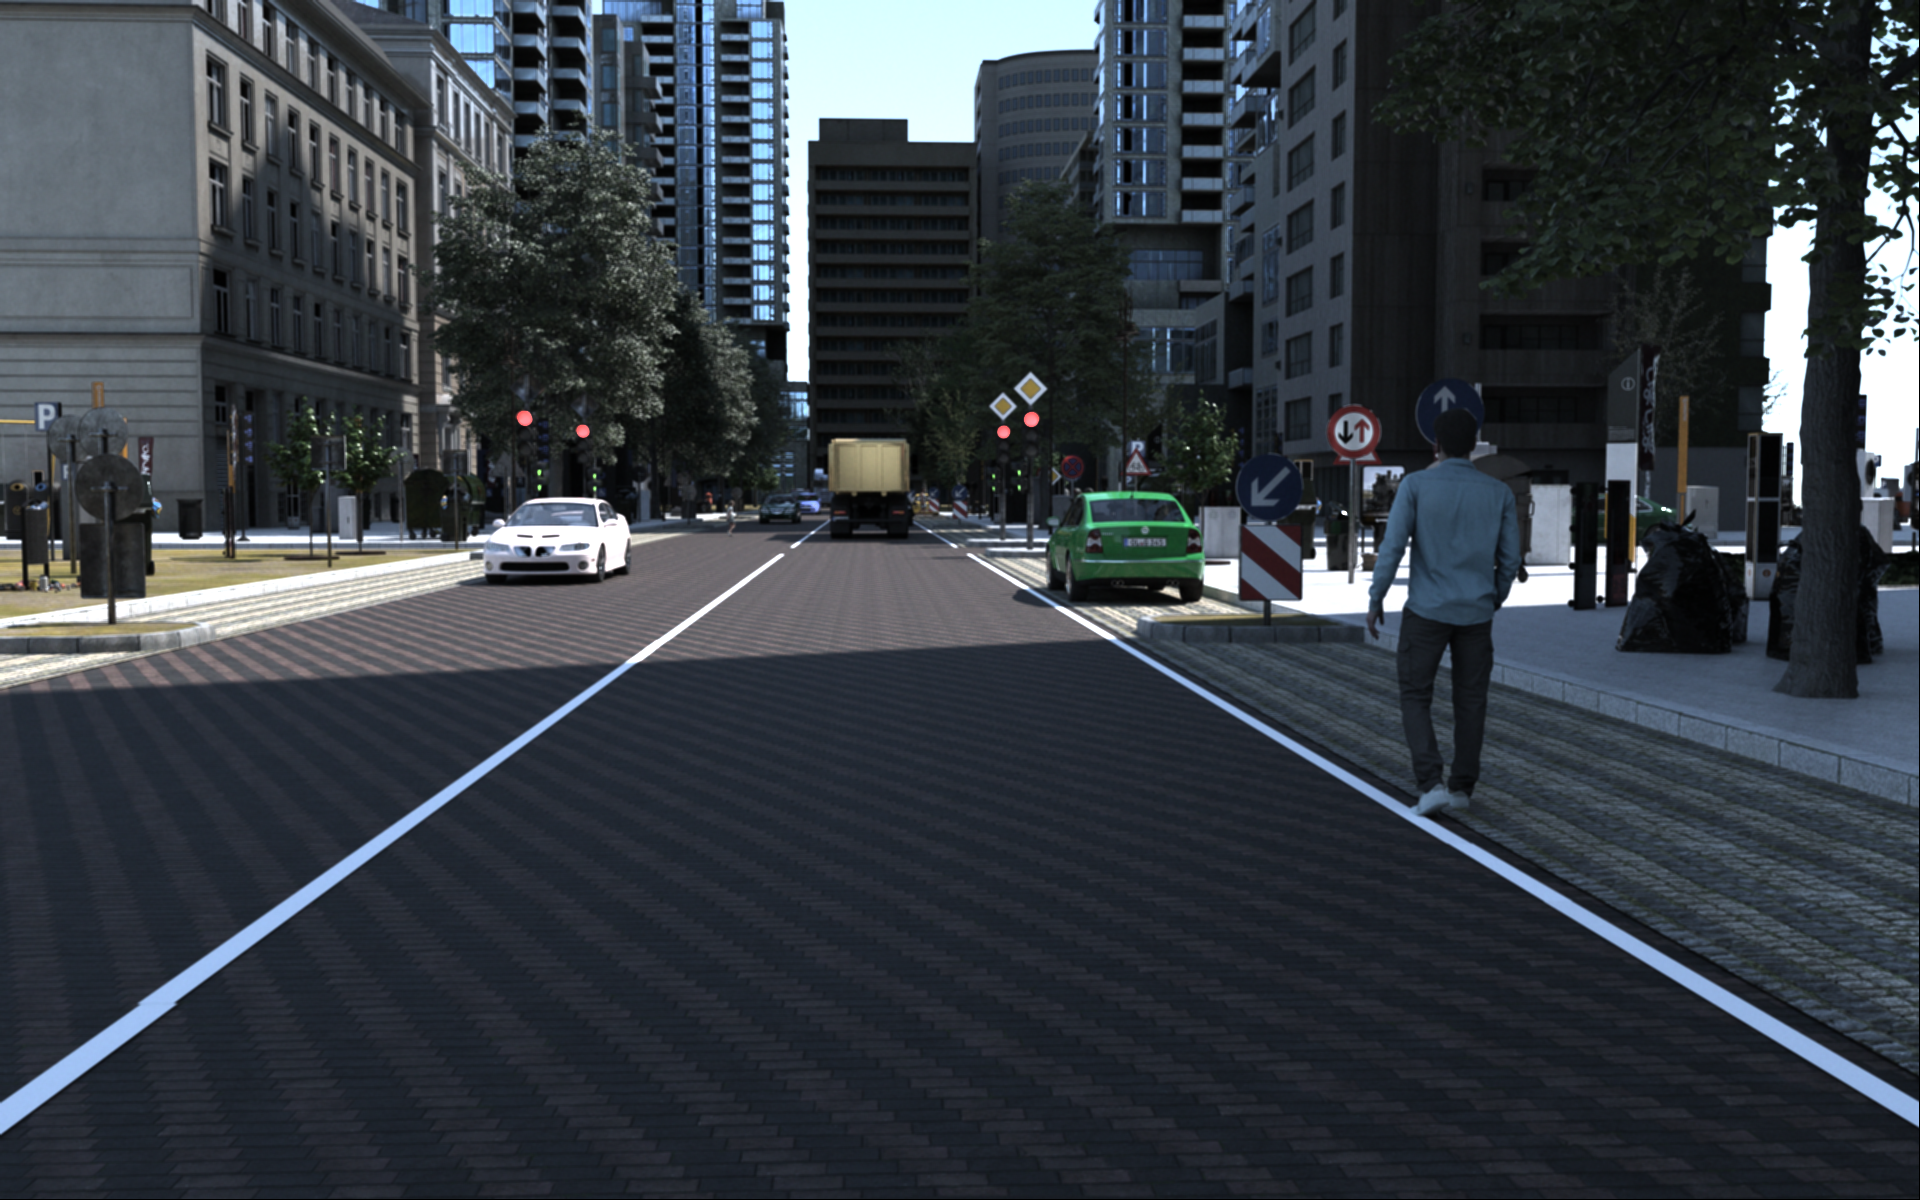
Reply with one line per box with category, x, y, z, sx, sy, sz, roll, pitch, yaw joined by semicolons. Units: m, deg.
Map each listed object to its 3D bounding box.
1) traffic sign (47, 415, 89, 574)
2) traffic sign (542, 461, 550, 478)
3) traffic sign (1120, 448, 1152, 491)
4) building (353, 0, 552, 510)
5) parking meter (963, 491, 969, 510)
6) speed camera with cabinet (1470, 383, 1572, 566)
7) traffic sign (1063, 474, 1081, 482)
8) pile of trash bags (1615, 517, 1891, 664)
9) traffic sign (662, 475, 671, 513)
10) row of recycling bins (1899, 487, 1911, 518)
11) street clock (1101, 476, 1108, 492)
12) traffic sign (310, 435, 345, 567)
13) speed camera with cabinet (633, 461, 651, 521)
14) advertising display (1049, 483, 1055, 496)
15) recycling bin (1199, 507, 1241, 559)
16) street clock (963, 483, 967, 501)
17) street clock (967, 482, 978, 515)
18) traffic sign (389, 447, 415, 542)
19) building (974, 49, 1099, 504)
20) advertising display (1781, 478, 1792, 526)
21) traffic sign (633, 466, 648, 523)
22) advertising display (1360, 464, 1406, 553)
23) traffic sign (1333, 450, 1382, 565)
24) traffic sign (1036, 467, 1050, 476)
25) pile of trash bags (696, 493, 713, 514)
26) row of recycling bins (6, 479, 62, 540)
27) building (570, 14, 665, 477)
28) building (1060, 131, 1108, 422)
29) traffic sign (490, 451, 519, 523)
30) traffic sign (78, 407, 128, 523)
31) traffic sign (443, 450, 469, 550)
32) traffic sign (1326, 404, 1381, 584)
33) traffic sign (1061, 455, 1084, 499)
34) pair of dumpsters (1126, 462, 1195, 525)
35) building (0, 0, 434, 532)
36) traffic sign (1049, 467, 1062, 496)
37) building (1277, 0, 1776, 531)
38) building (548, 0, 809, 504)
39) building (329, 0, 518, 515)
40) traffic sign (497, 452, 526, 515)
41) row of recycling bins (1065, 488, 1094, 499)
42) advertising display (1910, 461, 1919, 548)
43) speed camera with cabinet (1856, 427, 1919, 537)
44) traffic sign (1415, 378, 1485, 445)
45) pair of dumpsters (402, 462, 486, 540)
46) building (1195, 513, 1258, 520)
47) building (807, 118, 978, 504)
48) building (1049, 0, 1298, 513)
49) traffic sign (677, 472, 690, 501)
traffic sign;-14.271;-1.694;27.810;0.768;2.556;0.104;0;4;1
traffic sign;-15.777;-4.088;66.950;0.768;2.556;0.104;0;4;6
traffic sign;4.961;-2.986;48.830;0.884;2.594;0.081;0;4;6
building;-39.879;-50.301;135.098;22.319;86.520;31.000;0;4;-3
parking meter;0.411;-6.373;112.607;0.372;1.533;0.369;0;3;0
speed camera with cabinet;9.929;-2.255;31.212;2.038;3.252;0.660;0;4;-1
traffic sign;4.611;-4.344;71.131;0.768;2.556;0.104;0;4;3
pile of trash bags;6.961;-0.242;13.705;1.912;1.369;3.447;-3;5;-42
traffic sign;-19.225;-7.001;114.465;0.884;2.594;0.081;0;4;-2
row of recycling bins;50.201;-5.215;92.374;3.534;1.692;1.069;-2;4;-29
street clock;5.905;-4.054;70.855;0.358;2.002;0.471;0;4;-2
traffic sign;-11.025;-1.719;30.240;0.606;2.300;0.079;0;4;1
speed camera with cabinet;-15.595;-5.396;82.554;2.038;3.252;0.660;3;5;45
advertising display;4.088;-4.538;79.404;0.123;1.923;0.974;-2;4;-26
recycling bin;5.186;-1.351;34.636;0.722;1.027;0.722;0;4;-2
street clock;0.422;-6.443;109.920;0.471;2.002;0.358;-1;4;-12
street clock;0.861;-6.326;108.002;0.471;2.002;0.358;-3;4;-36
traffic sign;-15.094;-2.852;46.736;0.768;2.556;0.104;0;4;3
building;16.417;-41.958;228.018;28.212;58.520;21.231;0;4;-3
advertising display;32.496;-3.888;68.779;0.974;1.923;0.123;3;5;42
traffic sign;-14.343;-4.730;77.439;0.768;2.556;0.104;0;4;1
advertising display;9.215;-1.991;37.765;0.974;1.923;0.123;0;4;-1
traffic sign;7.164;-1.913;31.285;0.884;2.594;0.081;0;4;1
traffic sign;3.810;-4.760;77.939;0.768;2.556;0.104;0;4;5
pile of trash bags;-16.880;-6.277;112.379;1.912;1.369;3.447;1;4;15
row of recycling bins;-25.239;-2.542;48.668;3.534;1.692;1.069;1;4;15
building;-45.597;-33.892;173.744;30.456;49.044;23.786;0;4;-3
building;23.716;-29.677;177.108;32.217;40.220;23.993;0;4;-3
traffic sign;-13.596;-3.163;51.721;0.884;2.594;0.081;0;4;0
traffic sign;-12.562;-1.546;25.391;0.768;2.556;0.104;0;4;5
traffic sign;-11.637;-2.315;39.987;0.606;2.300;0.079;0;4;6
traffic sign;5.602;-1.506;24.726;0.768;2.556;0.104;0;4;4
traffic sign;3.675;-3.455;56.592;0.768;2.556;0.104;0;4;5
pair of dumpsters;6.108;-3.046;52.290;1.574;2.255;4.437;0;4;-3
building;-33.528;-14.583;71.722;16.112;22.955;30.059;0;4;-3
traffic sign;3.923;-4.416;73.389;0.795;2.450;0.064;0;4;2
building;20.473;-17.956;65.290;14.107;30.474;14.160;0;4;-3
building;-35.250;-55.797;224.946;31.000;86.520;22.319;0;4;-3
building;-33.238;-19.005;96.639;13.634;28.700;20.117;0;4;-3
traffic sign;-13.813;-3.261;53.316;0.884;2.594;0.081;0;4;-2
row of recycling bins;7.337;-6.681;116.350;3.534;1.692;1.069;1;4;21
advertising display;18.979;-1.735;33.588;0.974;1.923;0.123;1;4;8
speed camera with cabinet;27.642;-3.494;51.460;2.038;3.252;0.660;2;4;24
traffic sign;5.385;-1.164;19.135;0.768;2.556;0.104;0;4;-3
pair of dumpsters;-14.972;-2.921;50.254;1.574;2.255;4.437;0;4;-3
building;23.569;-47.836;94.793;22.319;86.520;31.000;0;4;-3
building;-8.951;-36.889;226.828;21.600;48.544;21.300;0;4;-3
building;19.865;-51.067;147.622;22.319;86.520;31.000;0;4;-3
traffic sign;-15.534;-5.946;97.327;0.768;2.556;0.104;0;4;6
